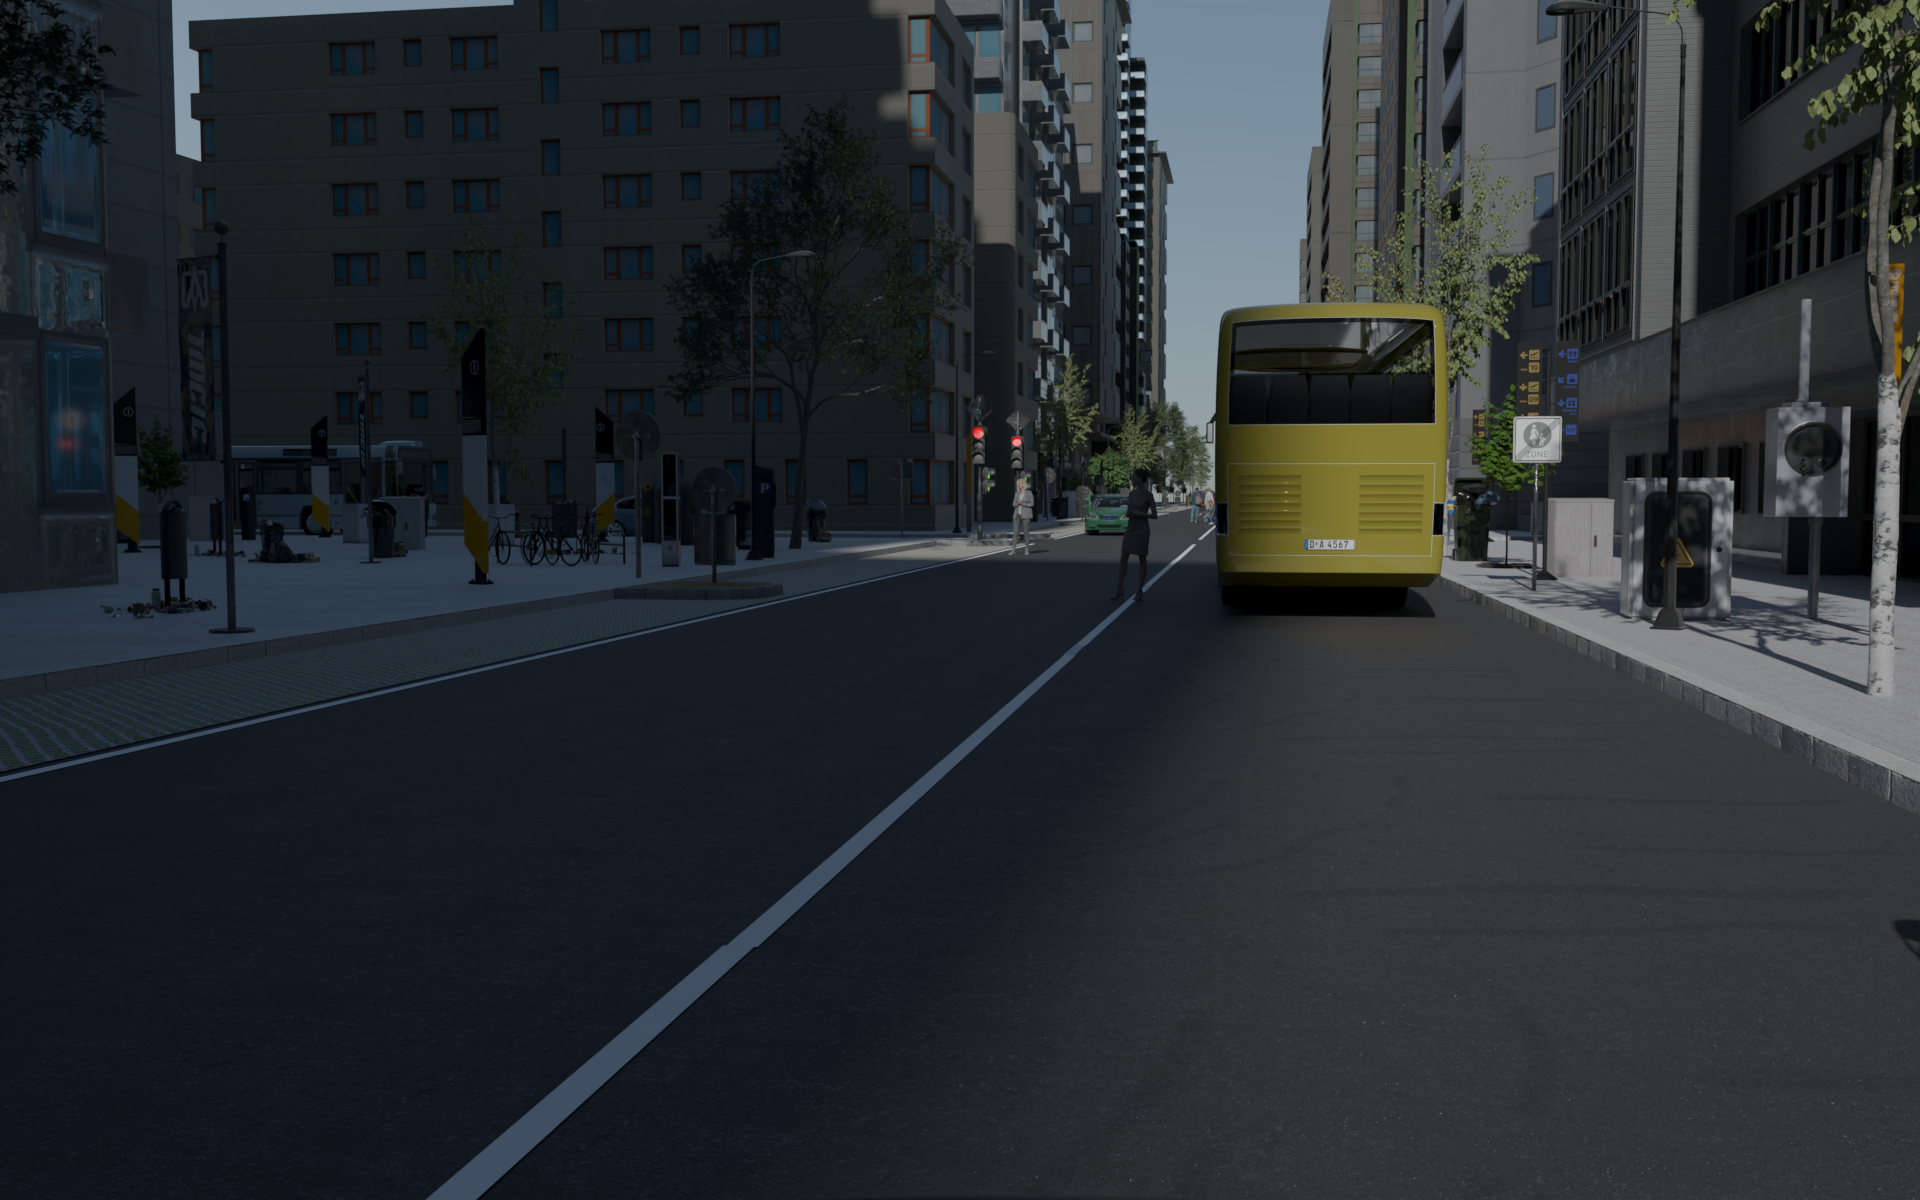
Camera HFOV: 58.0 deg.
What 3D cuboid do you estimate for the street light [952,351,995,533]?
[{"bbox_3d":[0.433,-5.136,56.507,1.470,5.913,1.316,1,4,10],"label":"street light"}]

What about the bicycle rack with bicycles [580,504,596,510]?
[{"bbox_3d":[-11.993,-2.851,59.999,2.852,0.926,2.925,0,4,-4],"label":"bicycle rack with bicycles"}]

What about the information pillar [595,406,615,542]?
[{"bbox_3d":[-9.489,-3.357,46.238,0.504,3.616,0.183,0,4,-1],"label":"information pillar"}]

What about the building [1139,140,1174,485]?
[{"bbox_3d":[17.358,-41.213,263.064,28.713,52.752,27.495,1,4,10],"label":"building"}]

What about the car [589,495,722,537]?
[{"bbox_3d":[-9.131,-2.529,53.344,4.499,1.417,2.014,1,4,11],"label":"car"}]

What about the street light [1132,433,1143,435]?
[{"bbox_3d":[13.216,-9.751,131.972,1.470,5.913,1.316,1,4,10],"label":"street light"}]

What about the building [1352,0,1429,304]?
[{"bbox_3d":[39.017,-27.991,141.246,14.154,41.232,14.086,1,4,10],"label":"building"}]

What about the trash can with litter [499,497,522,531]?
[{"bbox_3d":[-15.621,-2.977,60.057,1.055,1.170,0.624,2,4,31],"label":"trash can with litter"}]

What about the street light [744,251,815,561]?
[{"bbox_3d":[-3.463,-3.718,33.328,1.470,5.913,1.316,1,4,10],"label":"street light"}]

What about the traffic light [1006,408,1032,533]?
[{"bbox_3d":[1.900,-4.124,56.350,0.839,4.253,0.868,1,4,10],"label":"traffic light"}]

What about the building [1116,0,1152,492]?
[{"bbox_3d":[15.107,-56.227,231.982,22.319,86.520,31.000,1,4,10],"label":"building"}]

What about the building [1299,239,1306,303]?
[{"bbox_3d":[61.184,-36.295,277.013,14.154,41.232,14.086,1,4,10],"label":"building"}]

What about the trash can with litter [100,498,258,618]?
[{"bbox_3d":[-8.798,-0.477,18.856,1.678,1.210,2.233,0,4,-7],"label":"trash can with litter"}]

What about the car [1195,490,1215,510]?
[{"bbox_3d":[22.261,-9.055,156.715,2.281,1.827,5.304,0,4,8],"label":"car"}]

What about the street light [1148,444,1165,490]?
[{"bbox_3d":[18.096,-11.562,161.585,1.470,5.913,1.316,1,4,10],"label":"street light"}]

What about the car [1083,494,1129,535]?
[{"bbox_3d":[5.479,-3.037,61.451,2.131,1.459,4.920,1,4,9],"label":"car"}]

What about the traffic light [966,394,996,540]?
[{"bbox_3d":[0.575,-3.642,48.475,0.839,4.253,0.868,1,4,10],"label":"traffic light"}]

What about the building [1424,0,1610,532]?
[{"bbox_3d":[32.238,-31.793,61.812,28.212,58.520,21.231,1,4,10],"label":"building"}]

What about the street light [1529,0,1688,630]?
[{"bbox_3d":[6.209,-2.682,16.388,1.470,5.913,1.316,1,4,10],"label":"street light"}]

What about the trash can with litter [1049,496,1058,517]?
[{"bbox_3d":[5.382,-5.305,98.129,0.624,1.170,1.055,1,4,9],"label":"trash can with litter"}]

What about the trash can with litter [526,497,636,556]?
[{"bbox_3d":[-8.020,-1.576,36.828,2.233,1.210,1.678,0,4,-7],"label":"trash can with litter"}]

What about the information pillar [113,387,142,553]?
[{"bbox_3d":[-18.157,-2.835,37.713,0.504,3.616,0.183,-3,4,-36],"label":"information pillar"}]

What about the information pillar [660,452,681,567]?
[{"bbox_3d":[-5.110,-1.597,30.597,0.304,2.012,0.304,0,4,-3],"label":"information pillar"}]

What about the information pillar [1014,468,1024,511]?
[{"bbox_3d":[2.658,-5.318,78.296,0.504,3.616,0.183,-2,4,-32],"label":"information pillar"}]

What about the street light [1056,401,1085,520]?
[{"bbox_3d":[5.519,-6.982,86.694,1.470,5.913,1.316,1,4,10],"label":"street light"}]

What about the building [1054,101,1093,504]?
[{"bbox_3d":[-4.224,-27.742,145.460,32.217,40.220,23.993,1,4,10],"label":"building"}]

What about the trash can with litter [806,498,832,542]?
[{"bbox_3d":[-3.712,-2.142,46.406,0.624,1.170,1.055,-2,4,-29],"label":"trash can with litter"}]

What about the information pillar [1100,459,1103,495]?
[{"bbox_3d":[9.433,-7.598,115.588,0.183,3.616,0.504,-1,4,-10],"label":"information pillar"}]

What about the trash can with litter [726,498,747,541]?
[{"bbox_3d":[-6.251,-2.171,46.888,1.055,1.170,0.624,2,4,27],"label":"trash can with litter"}]

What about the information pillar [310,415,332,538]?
[{"bbox_3d":[-18.855,-3.653,51.075,0.504,3.616,0.183,0,4,-4],"label":"information pillar"}]

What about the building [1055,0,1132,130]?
[{"bbox_3d":[1.645,-35.572,170.839,28.713,52.752,27.495,1,4,10],"label":"building"}]

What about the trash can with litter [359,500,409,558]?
[{"bbox_3d":[-11.623,-1.445,35.020,0.624,1.170,1.055,0,4,8],"label":"trash can with litter"}]

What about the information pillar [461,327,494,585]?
[{"bbox_3d":[-6.880,-2.033,24.589,0.504,3.616,0.183,3,5,40],"label":"information pillar"}]

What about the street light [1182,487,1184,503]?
[{"bbox_3d":[26.961,-14.767,213.977,1.470,5.913,1.316,1,4,10],"label":"street light"}]

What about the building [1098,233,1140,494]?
[{"bbox_3d":[12.276,-25.645,191.003,14.160,30.474,14.107,1,4,10],"label":"building"}]

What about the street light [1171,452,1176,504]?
[{"bbox_3d":[23.096,-13.359,190.957,1.470,5.913,1.316,1,4,10],"label":"street light"}]

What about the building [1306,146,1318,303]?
[{"bbox_3d":[56.633,-36.962,228.034,21.300,48.544,21.600,1,4,10],"label":"building"}]

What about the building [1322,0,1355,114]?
[{"bbox_3d":[44.297,-32.729,158.819,21.300,48.544,21.600,1,4,10],"label":"building"}]

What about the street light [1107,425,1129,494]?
[{"bbox_3d":[10.475,-8.775,116.018,1.470,5.913,1.316,1,4,10],"label":"street light"}]

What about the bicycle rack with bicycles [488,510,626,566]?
[{"bbox_3d":[-7.393,-1.123,31.746,2.852,0.926,2.925,-2,4,-32],"label":"bicycle rack with bicycles"}]
